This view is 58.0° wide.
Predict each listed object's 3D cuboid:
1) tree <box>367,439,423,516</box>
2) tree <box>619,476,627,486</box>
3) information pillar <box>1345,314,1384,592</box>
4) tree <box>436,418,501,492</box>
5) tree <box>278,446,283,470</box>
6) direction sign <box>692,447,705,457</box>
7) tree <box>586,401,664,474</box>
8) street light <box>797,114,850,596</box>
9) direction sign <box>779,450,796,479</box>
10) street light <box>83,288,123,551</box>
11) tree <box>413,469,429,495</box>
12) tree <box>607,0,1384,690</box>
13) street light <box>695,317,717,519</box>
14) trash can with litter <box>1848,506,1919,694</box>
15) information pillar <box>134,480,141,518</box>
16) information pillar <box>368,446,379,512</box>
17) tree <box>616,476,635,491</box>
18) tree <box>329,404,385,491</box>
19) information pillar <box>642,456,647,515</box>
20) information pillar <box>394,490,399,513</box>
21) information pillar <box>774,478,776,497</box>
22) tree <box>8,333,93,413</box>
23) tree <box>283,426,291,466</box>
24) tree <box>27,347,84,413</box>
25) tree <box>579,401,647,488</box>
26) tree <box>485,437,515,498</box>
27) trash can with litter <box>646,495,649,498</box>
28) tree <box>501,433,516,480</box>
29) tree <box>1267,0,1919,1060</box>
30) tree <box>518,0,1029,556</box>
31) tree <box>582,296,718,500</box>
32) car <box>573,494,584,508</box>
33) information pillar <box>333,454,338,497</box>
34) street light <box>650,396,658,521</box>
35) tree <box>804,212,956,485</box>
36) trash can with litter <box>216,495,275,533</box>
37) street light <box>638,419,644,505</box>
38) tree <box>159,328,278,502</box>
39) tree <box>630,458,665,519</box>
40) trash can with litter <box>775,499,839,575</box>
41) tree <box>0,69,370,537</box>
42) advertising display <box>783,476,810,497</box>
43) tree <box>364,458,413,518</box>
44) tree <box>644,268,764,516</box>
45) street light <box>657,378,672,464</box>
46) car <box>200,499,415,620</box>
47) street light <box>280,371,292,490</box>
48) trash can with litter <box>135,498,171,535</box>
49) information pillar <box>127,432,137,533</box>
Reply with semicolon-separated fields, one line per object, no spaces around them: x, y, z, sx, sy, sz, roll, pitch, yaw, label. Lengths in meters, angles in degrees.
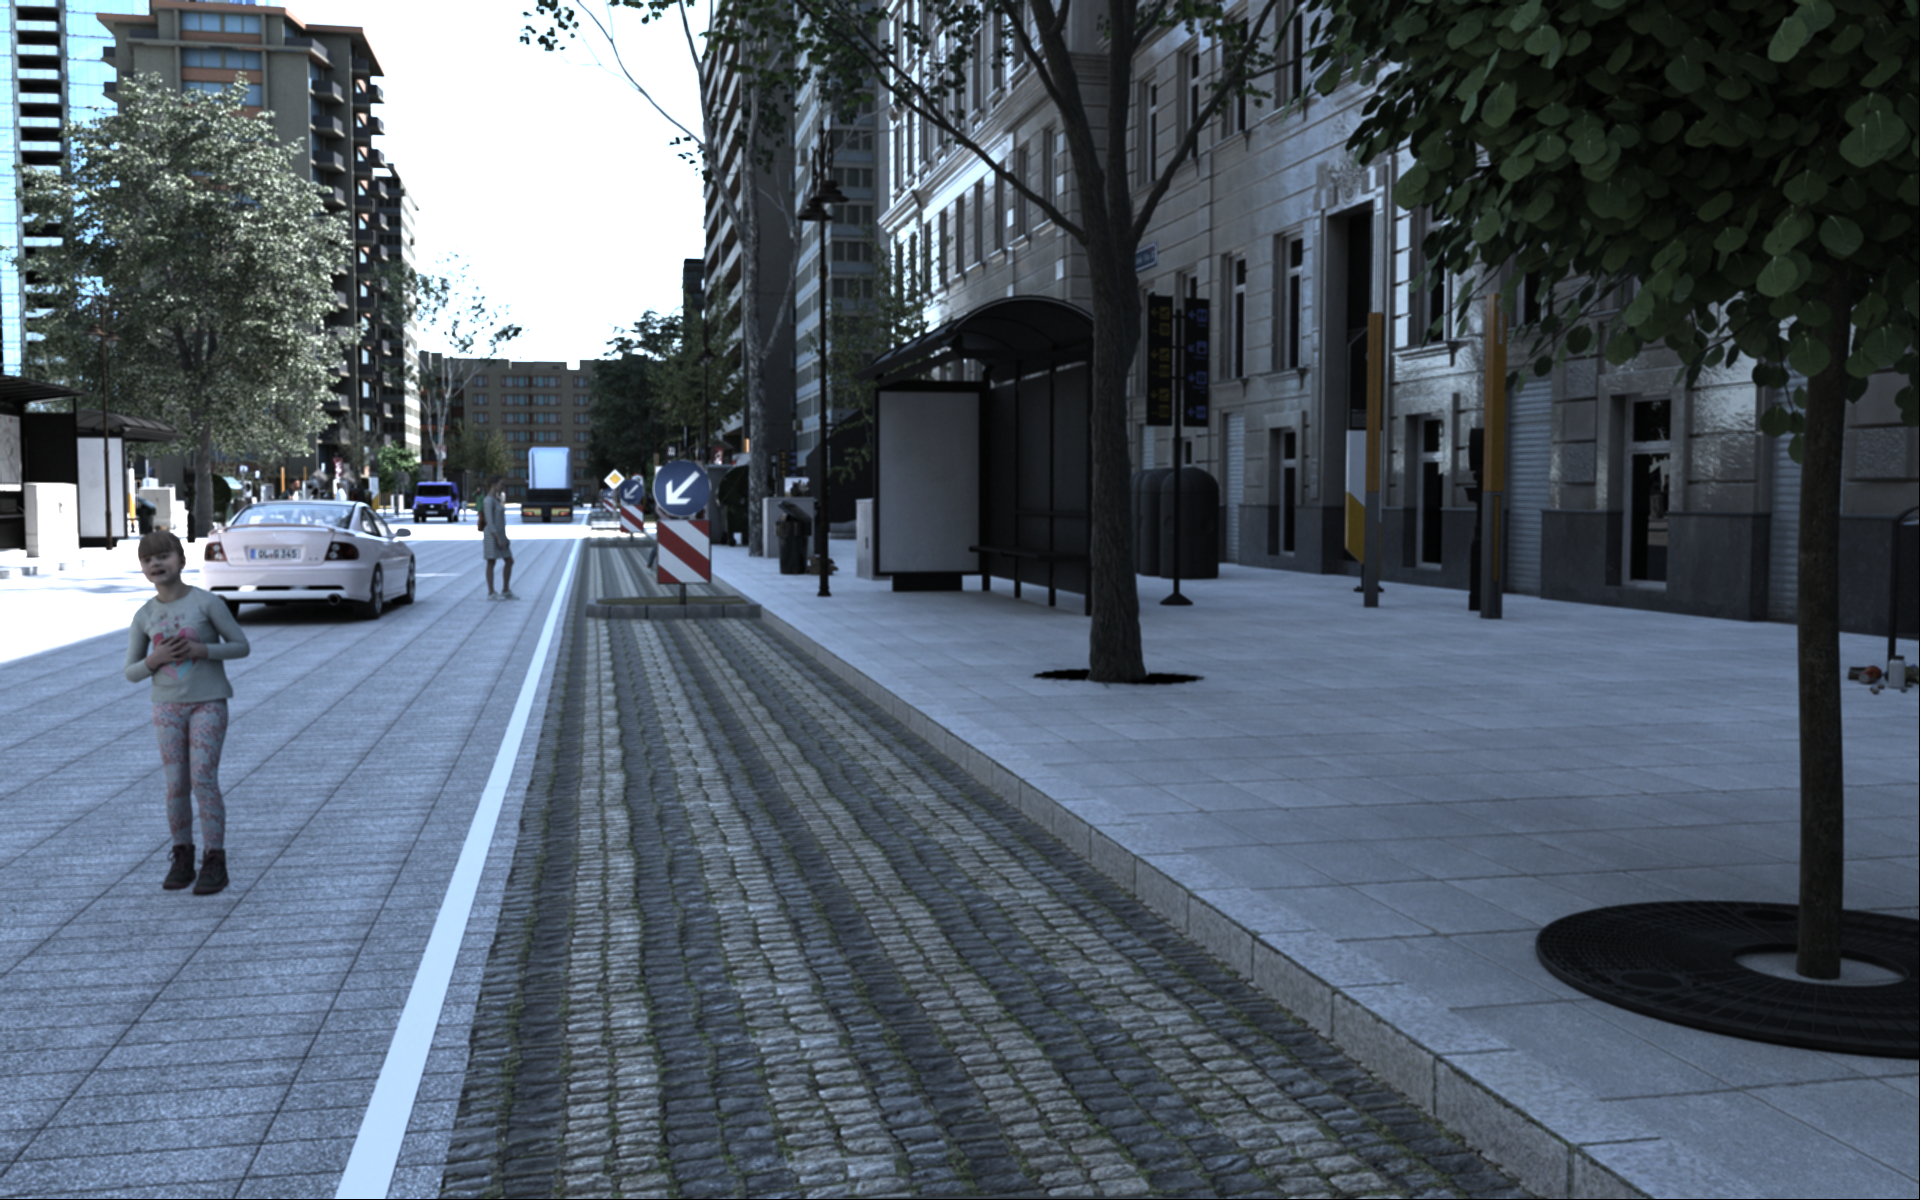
-33.874;-7.344;103.795;4.285;4.588;4.351;0;3;0;tree
-27.257;-9.049;142.552;1.663;3.219;1.824;0;3;0;tree
5.285;-1.911;22.597;0.504;3.616;0.183;-1;4;-14;information pillar
-46.876;-13.009;163.058;4.737;8.622;4.395;0;3;0;tree
-39.600;-8.799;94.231;4.360;8.622;3.978;0;3;0;tree
-12.759;-5.638;84.171;0.876;3.537;0.379;2;4;27;direction sign
-31.178;-14.132;165.466;7.601;10.594;8.767;2;4;30;tree
-1.707;-2.985;21.595;0.468;5.910;1.993;-1;4;-12;street light
-8.788;-5.894;88.357;0.876;3.537;0.379;-1;4;-18;direction sign
-19.307;-4.058;39.133;0.468;5.910;1.993;-1;4;-12;street light
-35.456;-7.220;112.645;1.663;3.219;1.824;0;3;0;tree
1.001;-5.259;11.743;9.928;11.665;9.643;0;3;0;tree
-6.632;-4.438;45.342;0.468;5.910;1.993;-1;4;-12;street light
6.966;-0.035;11.623;2.233;1.210;1.678;0;4;1;trash can with litter
-44.400;-5.444;93.493;0.304;2.012;0.304;3;4;37;information pillar
-28.730;-5.719;84.855;0.183;3.616;0.504;3;4;36;information pillar
-42.066;-16.147;214.357;4.360;8.622;3.978;0;3;0;tree
-49.300;-11.711;141.833;4.360;8.622;3.978;0;3;0;tree
-19.605;-7.089;107.266;0.183;3.616;0.504;1;4;11;information pillar
-37.657;-6.803;115.726;0.304;2.012;0.304;-1;4;-8;information pillar
-8.797;-4.683;81.056;0.304;2.012;0.304;-3;4;-39;information pillar
-53.083;-10.208;101.315;7.601;10.594;8.767;-1;4;-11;tree
-56.797;-11.680;141.338;4.360;8.622;3.978;0;3;0;tree
-43.739;-8.139;83.436;4.360;8.622;3.978;0;3;0;tree
-38.240;-17.048;195.739;9.611;12.733;9.660;0;3;0;tree
-56.583;-15.993;211.855;4.360;8.622;3.978;0;3;0;tree
-24.079;-7.345;131.153;2.233;1.210;1.678;-3;5;-44;trash can with litter
-49.940;-14.109;181.038;4.737;8.622;4.395;0;3;0;tree
2.368;-1.273;4.520;4.285;4.588;4.351;0;3;0;tree
-4.804;-10.880;33.779;12.611;20.169;13.585;0;3;0;tree
-20.081;-12.601;112.685;9.857;13.997;8.962;0;3;0;tree
-41.335;-10.632;185.624;2.131;1.459;4.920;-1;4;-11;car
-36.061;-6.651;100.098;0.183;3.616;0.504;0;4;7;information pillar
-14.302;-6.648;81.479;0.468;5.910;1.993;-1;4;-12;street light
-1.917;-5.828;45.649;4.737;8.622;4.395;0;3;0;tree
-23.433;-2.719;55.511;1.678;1.210;2.233;1;4;22;trash can with litter
-19.253;-8.067;104.687;0.468;5.910;1.993;-1;4;-12;street light
-32.985;-7.681;75.943;4.360;8.622;3.978;0;3;0;tree
-16.109;-5.894;90.972;1.663;3.219;1.824;0;3;0;tree
-2.433;-0.998;27.702;1.055;1.170;0.624;2;4;26;trash can with litter
-22.673;-8.845;51.269;9.857;13.997;8.962;0;3;0;tree
-5.892;-3.501;62.453;0.974;1.923;0.123;-1;4;-17;advertising display
-30.812;-6.017;92.973;1.663;3.219;1.824;0;3;0;tree
-8.371;-6.515;56.888;4.737;8.622;4.395;0;3;0;tree
-11.622;-5.870;68.755;0.468;5.910;1.993;-1;4;-12;street light
-7.802;-0.529;21.008;2.083;1.381;4.827;-1;4;-10;car
-24.278;-5.487;62.503;0.468;5.910;1.993;-1;4;-12;street light
-25.070;-2.597;53.852;1.055;1.170;0.624;0;4;6;trash can with litter
-27.114;-3.993;56.638;0.183;3.616;0.504;-1;4;-14;information pillar
